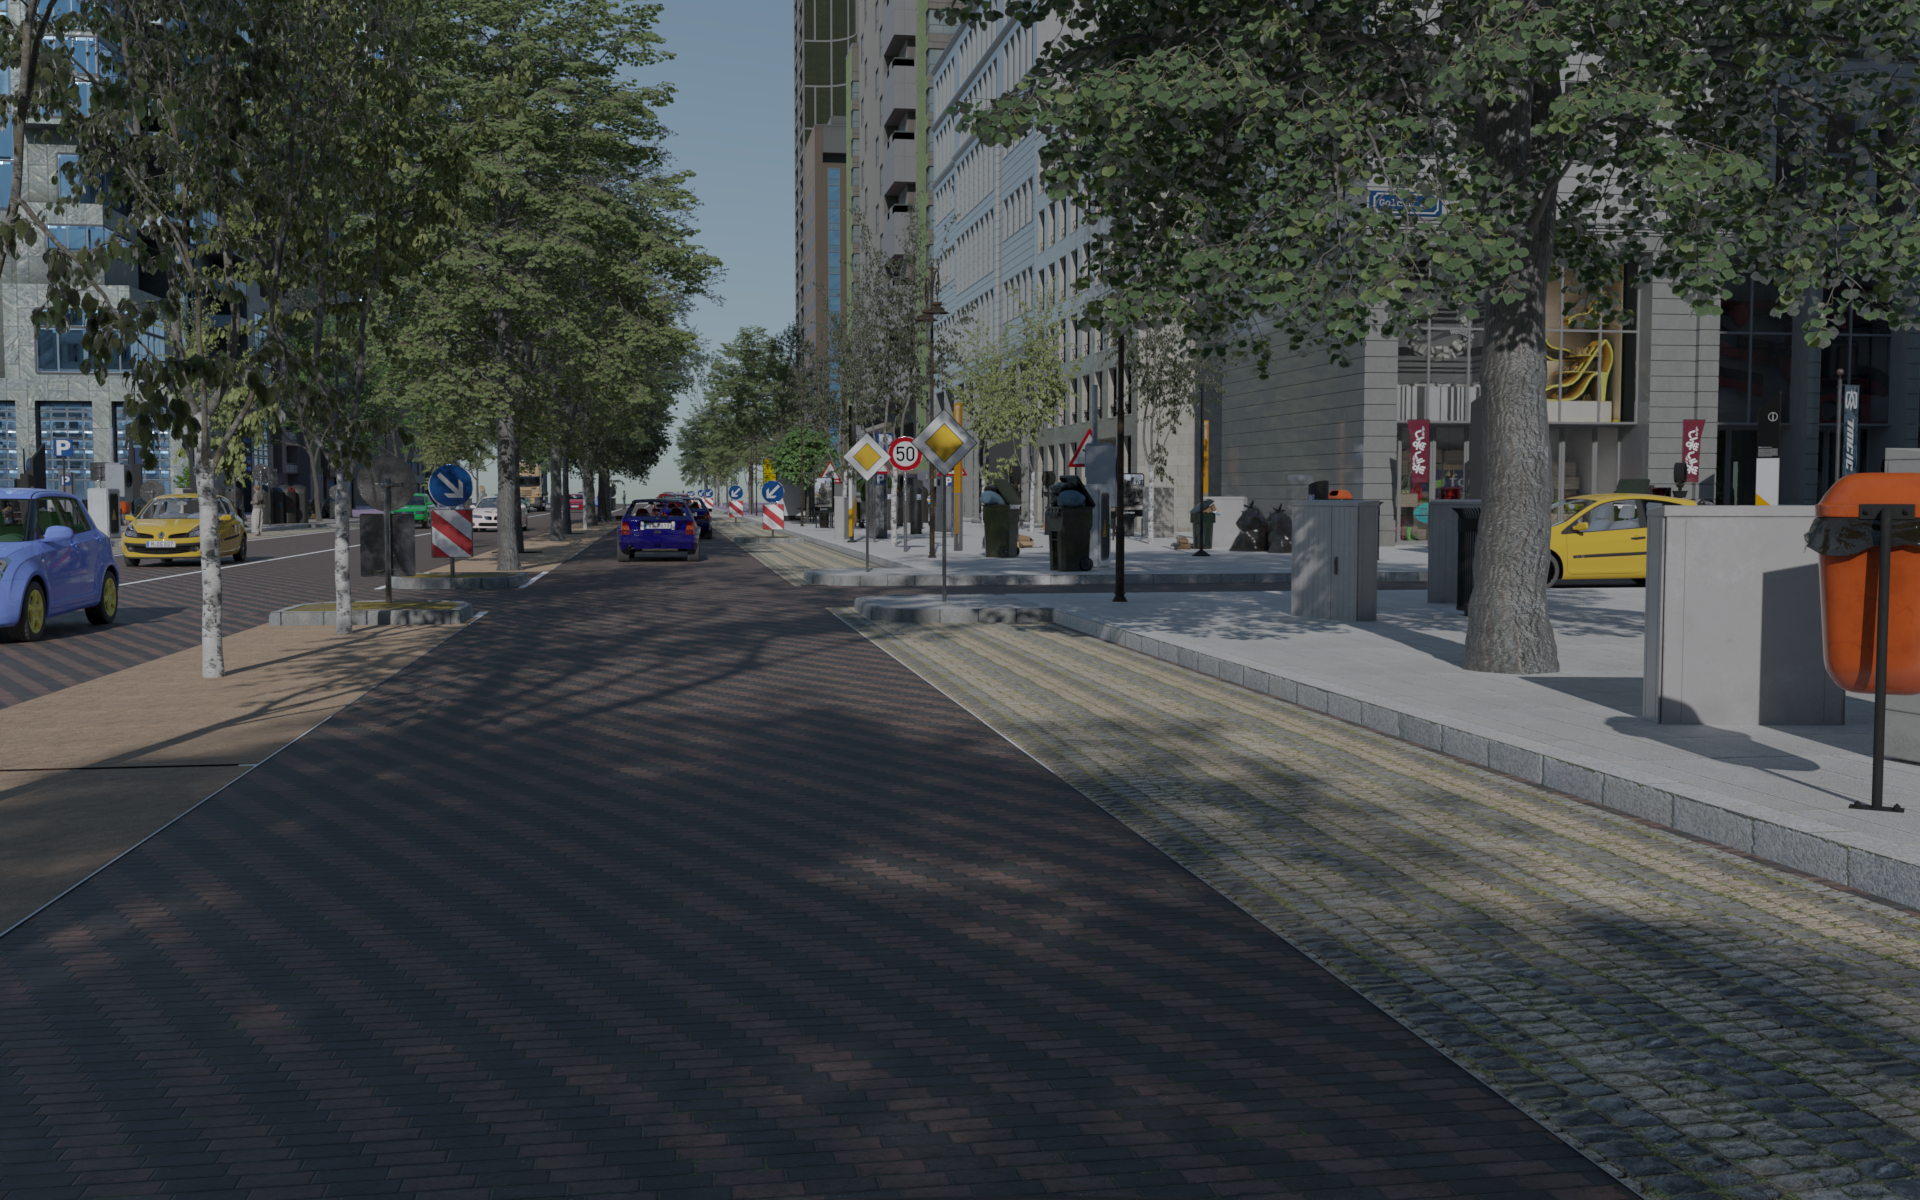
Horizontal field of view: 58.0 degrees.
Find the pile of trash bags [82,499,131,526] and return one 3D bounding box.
[{"bbox_3d":[-34.671,-3.686,70.019,1.912,1.369,3.447,1,4,8],"label":"pile of trash bags"}]

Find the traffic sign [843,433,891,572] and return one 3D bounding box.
[{"bbox_3d":[-1.525,-1.515,28.406,0.795,2.450,0.064,-1,4,-10],"label":"traffic sign"}]

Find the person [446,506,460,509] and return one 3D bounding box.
[{"bbox_3d":[-13.111,-2.213,44.952,0.793,1.790,0.793,-3,5,-43],"label":"person"}]

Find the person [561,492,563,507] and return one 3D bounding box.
[{"bbox_3d":[-44.012,-11.130,191.297,1.217,1.723,0.721,3,5,42],"label":"person"}]

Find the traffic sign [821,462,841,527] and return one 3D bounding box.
[{"bbox_3d":[-4.987,-4.075,66.632,0.884,2.594,0.081,0,4,-1],"label":"traffic sign"}]

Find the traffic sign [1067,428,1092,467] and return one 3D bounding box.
[{"bbox_3d":[2.560,-2.101,34.351,0.884,2.594,0.081,0,4,-7],"label":"traffic sign"}]

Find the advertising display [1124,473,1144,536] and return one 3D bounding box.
[{"bbox_3d":[5.155,-2.925,53.043,0.974,1.923,0.123,0,4,4],"label":"advertising display"}]

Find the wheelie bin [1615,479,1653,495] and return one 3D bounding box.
[{"bbox_3d":[13.941,-1.713,35.920,0.980,1.594,0.693,3,5,43],"label":"wheelie bin"}]

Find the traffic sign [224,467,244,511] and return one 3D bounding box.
[{"bbox_3d":[-28.617,-4.174,68.346,0.768,2.556,0.104,0,4,-7],"label":"traffic sign"}]

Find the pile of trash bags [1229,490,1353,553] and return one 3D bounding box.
[{"bbox_3d":[7.470,-1.731,38.056,1.912,1.369,3.447,-2,4,-26],"label":"pile of trash bags"}]

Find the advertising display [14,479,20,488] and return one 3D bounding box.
[{"bbox_3d":[-40.257,-4.219,74.196,0.123,1.923,0.974,-1,4,-10],"label":"advertising display"}]

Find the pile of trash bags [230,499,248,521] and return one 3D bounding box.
[{"bbox_3d":[-34.955,-4.338,80.681,3.447,1.369,1.912,1,4,14],"label":"pile of trash bags"}]

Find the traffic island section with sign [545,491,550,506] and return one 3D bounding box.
[{"bbox_3d":[-48.932,-11.998,204.795,1.989,1.847,2.006,-1,4,-10],"label":"traffic island section with sign"}]

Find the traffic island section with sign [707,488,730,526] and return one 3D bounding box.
[{"bbox_3d":[-10.175,-4.218,77.587,1.989,1.847,2.006,-1,4,-10],"label":"traffic island section with sign"}]

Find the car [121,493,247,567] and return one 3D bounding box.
[{"bbox_3d":[-15.902,-1.551,35.577,2.015,1.641,3.980,-1,4,-11],"label":"car"}]

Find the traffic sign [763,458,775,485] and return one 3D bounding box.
[{"bbox_3d":[-9.932,-6.331,97.379,2.265,3.308,0.079,0,4,-7],"label":"traffic sign"}]

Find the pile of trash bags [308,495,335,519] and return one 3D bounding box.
[{"bbox_3d":[-33.676,-4.866,89.319,3.447,1.369,1.912,-2,4,-30],"label":"pile of trash bags"}]

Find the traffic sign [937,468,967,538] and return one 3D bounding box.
[{"bbox_3d":[-0.227,-3.107,50.808,0.884,2.594,0.081,0,4,-8],"label":"traffic sign"}]

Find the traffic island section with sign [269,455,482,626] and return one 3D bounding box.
[{"bbox_3d":[-6.635,-0.711,19.765,2.006,1.907,1.989,-1,4,-10],"label":"traffic island section with sign"}]

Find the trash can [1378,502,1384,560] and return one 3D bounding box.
[{"bbox_3d":[7.493,-1.258,32.218,0.748,1.137,0.748,0,3,0],"label":"trash can"}]

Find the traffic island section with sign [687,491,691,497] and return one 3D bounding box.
[{"bbox_3d":[-23.045,-8.859,153.476,1.989,1.847,2.006,-1,4,-10],"label":"traffic island section with sign"}]

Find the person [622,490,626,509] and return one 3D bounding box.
[{"bbox_3d":[-32.921,-9.854,169.702,0.705,1.814,1.350,0,4,0],"label":"person"}]

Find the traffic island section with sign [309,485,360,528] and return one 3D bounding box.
[{"bbox_3d":[-26.882,-4.039,74.670,1.989,1.847,2.006,-1,4,-10],"label":"traffic island section with sign"}]

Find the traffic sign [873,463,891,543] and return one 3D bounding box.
[{"bbox_3d":[-2.256,-2.790,45.626,0.884,2.594,0.081,-1,4,-9],"label":"traffic sign"}]

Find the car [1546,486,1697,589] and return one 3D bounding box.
[{"bbox_3d":[9.721,-1.013,26.792,3.980,1.641,2.015,-1,4,-9],"label":"car"}]

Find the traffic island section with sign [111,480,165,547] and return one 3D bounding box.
[{"bbox_3d":[-22.287,-2.384,47.604,1.989,1.847,2.006,-1,4,-10],"label":"traffic island section with sign"}]

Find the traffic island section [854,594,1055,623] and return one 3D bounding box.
[{"bbox_3d":[-0.168,0.102,20.614,2.009,0.180,2.903,-1,4,-10],"label":"traffic island section"}]

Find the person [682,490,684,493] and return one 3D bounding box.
[{"bbox_3d":[-30.605,-11.214,191.814,0.705,1.831,1.348,-2,4,-30],"label":"person"}]

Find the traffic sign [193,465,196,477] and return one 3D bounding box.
[{"bbox_3d":[-28.404,-3.974,65.073,0.768,2.556,0.104,-1,4,-9],"label":"traffic sign"}]

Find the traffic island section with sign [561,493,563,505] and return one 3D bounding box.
[{"bbox_3d":[-53.511,-13.645,231.723,1.989,1.847,2.006,-1,4,-10],"label":"traffic island section with sign"}]

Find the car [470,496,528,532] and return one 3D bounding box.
[{"bbox_3d":[-17.776,-3.333,66.858,2.083,1.381,4.827,-1,4,-9],"label":"car"}]

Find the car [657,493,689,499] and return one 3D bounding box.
[{"bbox_3d":[-12.347,-4.012,74.632,2.155,1.783,4.494,-1,4,-11],"label":"car"}]

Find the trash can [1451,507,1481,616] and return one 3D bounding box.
[{"bbox_3d":[5.546,-0.401,18.218,0.748,1.137,0.748,0,3,0],"label":"trash can"}]

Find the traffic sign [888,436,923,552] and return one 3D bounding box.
[{"bbox_3d":[-1.209,-2.339,38.353,0.768,2.556,0.104,0,4,-3],"label":"traffic sign"}]

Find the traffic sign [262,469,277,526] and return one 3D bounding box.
[{"bbox_3d":[-27.864,-4.146,69.913,0.606,2.300,0.079,0,4,-1],"label":"traffic sign"}]

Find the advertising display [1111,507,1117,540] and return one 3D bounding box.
[{"bbox_3d":[3.980,-2.595,47.636,0.123,1.923,0.974,3,5,40],"label":"advertising display"}]

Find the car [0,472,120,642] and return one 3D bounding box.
[{"bbox_3d":[-9.982,-0.498,17.735,1.945,1.707,3.694,-1,4,-10],"label":"car"}]

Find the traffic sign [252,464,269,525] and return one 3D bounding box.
[{"bbox_3d":[-29.201,-4.421,72.395,0.768,2.556,0.104,0,4,-2],"label":"traffic sign"}]

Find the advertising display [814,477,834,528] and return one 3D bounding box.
[{"bbox_3d":[-5.120,-3.673,65.264,0.974,1.923,0.123,3,5,40],"label":"advertising display"}]

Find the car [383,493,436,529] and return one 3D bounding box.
[{"bbox_3d":[-23.063,-3.908,72.686,1.959,1.807,4.718,-1,4,-11],"label":"car"}]

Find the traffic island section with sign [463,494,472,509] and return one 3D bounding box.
[{"bbox_3d":[-35.298,-7.073,124.268,1.989,1.847,2.006,-1,4,-10],"label":"traffic island section with sign"}]

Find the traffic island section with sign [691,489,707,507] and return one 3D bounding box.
[{"bbox_3d":[-18.460,-7.207,126.462,1.989,1.847,2.006,-1,4,-10],"label":"traffic island section with sign"}]

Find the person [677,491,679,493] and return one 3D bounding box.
[{"bbox_3d":[-40.435,-14.664,248.243,1.348,1.826,0.705,3,5,40],"label":"person"}]

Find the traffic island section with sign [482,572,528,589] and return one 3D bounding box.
[{"bbox_3d":[-7.863,-1.158,27.070,2.006,1.907,1.989,-1,4,-10],"label":"traffic island section with sign"}]

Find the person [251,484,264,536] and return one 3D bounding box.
[{"bbox_3d":[-23.834,-3.036,58.687,0.362,1.759,0.519,1,4,10],"label":"person"}]

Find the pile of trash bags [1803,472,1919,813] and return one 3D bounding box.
[{"bbox_3d":[5.070,0.198,6.517,3.447,1.369,1.912,2,4,30],"label":"pile of trash bags"}]

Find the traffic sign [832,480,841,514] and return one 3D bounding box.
[{"bbox_3d":[-6.241,-5.177,84.654,0.884,2.594,0.081,0,4,-1],"label":"traffic sign"}]

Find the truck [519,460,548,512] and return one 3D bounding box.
[{"bbox_3d":[-35.548,-9.416,142.867,2.839,4.237,11.283,-1,4,-11],"label":"truck"}]

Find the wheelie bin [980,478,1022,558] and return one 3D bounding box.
[{"bbox_3d":[0.809,-1.662,35.079,0.693,1.594,0.980,2,4,26],"label":"wheelie bin"}]

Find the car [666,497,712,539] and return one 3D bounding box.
[{"bbox_3d":[-9.000,-2.673,56.283,1.945,1.354,3.894,-1,4,-11],"label":"car"}]

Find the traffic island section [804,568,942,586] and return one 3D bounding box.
[{"bbox_3d":[-1.503,-0.380,28.487,2.009,0.180,2.903,-1,4,-10],"label":"traffic island section"}]

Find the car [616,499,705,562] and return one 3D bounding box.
[{"bbox_3d":[-6.559,-1.547,37.878,1.945,1.354,3.894,-1,4,-8],"label":"car"}]

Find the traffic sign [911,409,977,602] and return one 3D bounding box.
[{"bbox_3d":[-0.190,-1.033,20.533,0.795,2.450,0.064,-1,4,-10],"label":"traffic sign"}]

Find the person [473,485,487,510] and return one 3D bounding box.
[{"bbox_3d":[-20.356,-3.979,73.734,0.728,1.800,0.709,1,4,22],"label":"person"}]

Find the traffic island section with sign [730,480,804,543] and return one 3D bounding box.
[{"bbox_3d":[-5.661,-2.592,51.011,1.989,1.847,2.006,-1,4,-10],"label":"traffic island section with sign"}]

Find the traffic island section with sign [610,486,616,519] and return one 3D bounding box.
[{"bbox_3d":[-20.431,-5.689,101.154,2.006,1.907,1.989,-1,4,-10],"label":"traffic island section with sign"}]

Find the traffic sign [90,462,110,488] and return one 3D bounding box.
[{"bbox_3d":[-27.588,-3.271,55.611,0.606,2.300,0.079,0,4,-7],"label":"traffic sign"}]
